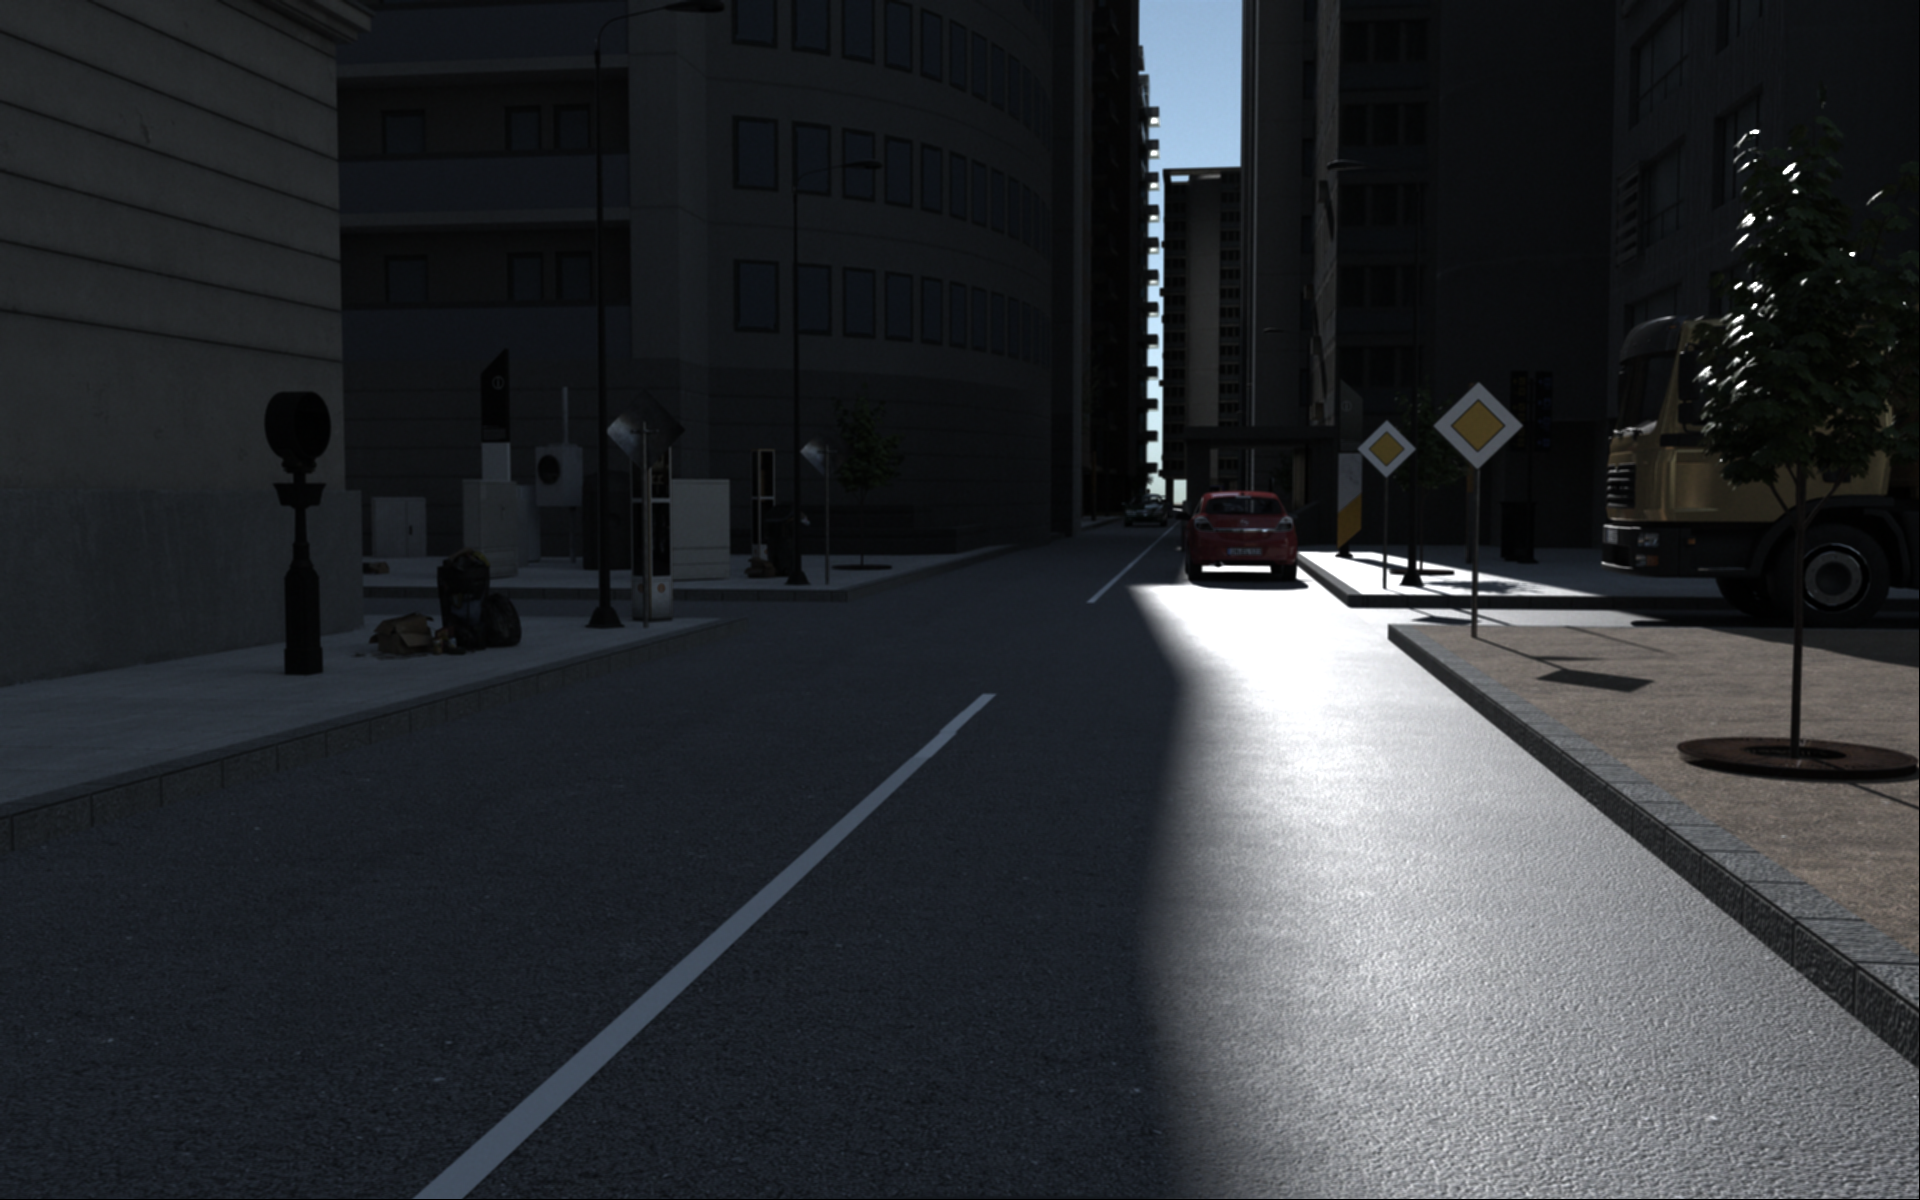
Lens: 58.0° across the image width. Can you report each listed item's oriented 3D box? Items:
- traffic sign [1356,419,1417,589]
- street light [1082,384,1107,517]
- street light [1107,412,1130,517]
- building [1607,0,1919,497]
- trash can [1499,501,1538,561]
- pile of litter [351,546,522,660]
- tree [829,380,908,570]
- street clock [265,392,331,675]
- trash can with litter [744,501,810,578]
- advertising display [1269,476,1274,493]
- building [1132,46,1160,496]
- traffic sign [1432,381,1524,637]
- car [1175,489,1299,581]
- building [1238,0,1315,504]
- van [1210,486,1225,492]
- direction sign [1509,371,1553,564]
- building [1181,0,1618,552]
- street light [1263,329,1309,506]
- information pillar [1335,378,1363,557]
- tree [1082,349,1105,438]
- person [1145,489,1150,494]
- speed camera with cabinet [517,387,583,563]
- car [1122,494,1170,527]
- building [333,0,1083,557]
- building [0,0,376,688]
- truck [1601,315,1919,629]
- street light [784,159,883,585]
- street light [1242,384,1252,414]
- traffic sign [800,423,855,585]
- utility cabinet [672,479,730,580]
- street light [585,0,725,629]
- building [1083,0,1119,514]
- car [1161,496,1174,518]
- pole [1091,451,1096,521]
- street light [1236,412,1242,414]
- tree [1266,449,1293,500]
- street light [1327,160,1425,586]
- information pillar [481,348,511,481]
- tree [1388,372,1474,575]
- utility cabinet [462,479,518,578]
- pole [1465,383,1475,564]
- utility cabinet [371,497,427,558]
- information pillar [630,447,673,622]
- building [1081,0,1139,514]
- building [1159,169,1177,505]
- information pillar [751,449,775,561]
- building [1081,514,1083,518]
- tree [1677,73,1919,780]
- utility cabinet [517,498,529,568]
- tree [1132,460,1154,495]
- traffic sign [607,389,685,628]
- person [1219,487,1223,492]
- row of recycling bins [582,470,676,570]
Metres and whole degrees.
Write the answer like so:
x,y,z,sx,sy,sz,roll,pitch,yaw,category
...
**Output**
x,y,z,sx,sy,sz,roll,pitch,yaw,category
5.738,-1.206,23.356,0.795,2.450,0.064,1,4,8,traffic sign
5.361,-6.177,73.537,1.470,5.913,1.316,1,4,8,street light
8.911,-7.675,98.030,1.470,5.913,1.316,1,4,8,street light
19.295,-21.018,27.231,14.086,41.232,14.154,1,4,8,building
10.670,-1.314,33.135,0.748,1.137,0.748,0,3,0,trash can
-4.323,-0.019,14.277,1.176,0.858,1.719,2,4,34,pile of litter
-1.623,-2.137,29.534,1.663,3.219,1.824,0,3,0,tree
-4.683,-0.473,12.303,0.358,2.002,0.471,1,4,12,street clock
-2.839,-0.939,26.747,0.624,1.170,1.055,2,4,28,trash can with litter
11.429,-3.568,63.558,0.123,1.923,0.974,1,4,15,advertising display
7.038,-35.164,194.546,30.456,49.044,23.786,1,4,8,building
4.602,-0.722,15.452,0.795,2.450,0.064,1,4,8,traffic sign
4.829,-1.288,30.091,2.155,1.783,4.494,0,4,6,car
36.001,-37.594,156.661,21.231,58.520,28.212,1,4,8,building
18.487,-7.517,127.294,2.240,2.365,5.245,0,4,6,van
10.518,-2.445,31.970,0.876,3.537,0.379,-1,4,-16,direction sign
22.409,-21.674,46.251,32.217,40.220,23.993,1,4,8,building
9.220,-4.660,48.736,1.470,5.913,1.316,1,4,8,street light
7.896,-2.677,35.125,0.504,3.616,0.183,0,4,-1,information pillar
3.615,-7.307,69.838,4.737,8.622,4.395,0,3,0,tree
10.964,-5.554,100.094,0.721,1.735,1.217,0,4,-1,person
-7.982,-2.318,32.230,2.038,3.252,0.660,2,4,29,speed camera with cabinet
8.300,-4.001,77.216,2.131,1.459,4.920,0,4,8,car
-8.055,-30.920,47.533,21.231,58.520,28.212,1,4,8,building
-17.536,-13.674,10.965,23.554,28.519,14.401,1,4,8,building
11.320,-1.392,18.685,9.791,3.379,3.469,1,4,10,truck
-1.767,-3.164,24.268,1.470,5.913,1.316,1,4,8,street light
12.786,-6.158,73.226,1.470,5.913,1.316,1,4,8,street light
-1.876,-1.274,24.467,0.795,2.450,0.064,1,4,8,traffic sign
-4.000,-1.044,25.755,1.173,1.500,0.318,-3,5,-41,utility cabinet
-2.888,-2.684,16.429,1.470,5.913,1.316,1,4,8,street light
-1.047,-28.110,114.226,22.147,44.769,28.867,1,4,8,building
11.900,-5.605,104.215,1.945,1.354,3.894,1,4,10,car
6.407,-5.447,82.901,0.158,3.312,0.155,0,3,0,pole
16.252,-7.657,97.730,1.470,5.913,1.316,1,4,8,street light
12.709,-4.359,65.870,1.663,3.219,1.824,0,3,0,tree
5.809,-3.161,24.223,1.470,5.913,1.316,1,4,8,street light
-7.459,-2.235,27.900,0.504,3.616,0.183,1,4,17,information pillar
7.404,-2.020,27.625,1.663,3.219,1.824,0,3,0,tree
-7.120,-1.079,26.327,0.318,1.500,1.173,1,4,12,utility cabinet
9.404,-2.322,31.802,0.158,3.312,0.155,0,3,0,pole
-11.293,-1.451,34.880,1.020,1.237,0.306,-2,4,-31,utility cabinet
-3.116,-0.795,17.488,0.304,2.012,0.304,3,5,40,information pillar
6.615,-29.646,134.826,14.600,45.320,14.200,1,4,8,building
34.651,-30.755,194.727,23.993,40.220,32.217,1,4,8,building
-3.232,-1.466,28.458,0.304,2.012,0.304,-2,4,-31,information pillar
-0.744,-26.732,87.176,14.600,45.320,14.200,1,4,8,building
3.898,-0.824,8.071,1.663,3.219,1.824,0,3,0,tree
-7.949,-1.191,30.629,0.306,1.237,1.020,-2,4,-35,utility cabinet
14.810,-10.068,148.327,4.285,4.588,4.351,0,3,0,tree
-3.011,-0.790,16.562,0.795,2.450,0.064,1,4,8,traffic sign
13.710,-5.067,91.446,0.694,1.812,0.767,2,4,26,person
-5.862,-1.450,30.819,1.069,1.692,3.534,0,4,8,row of recycling bins
